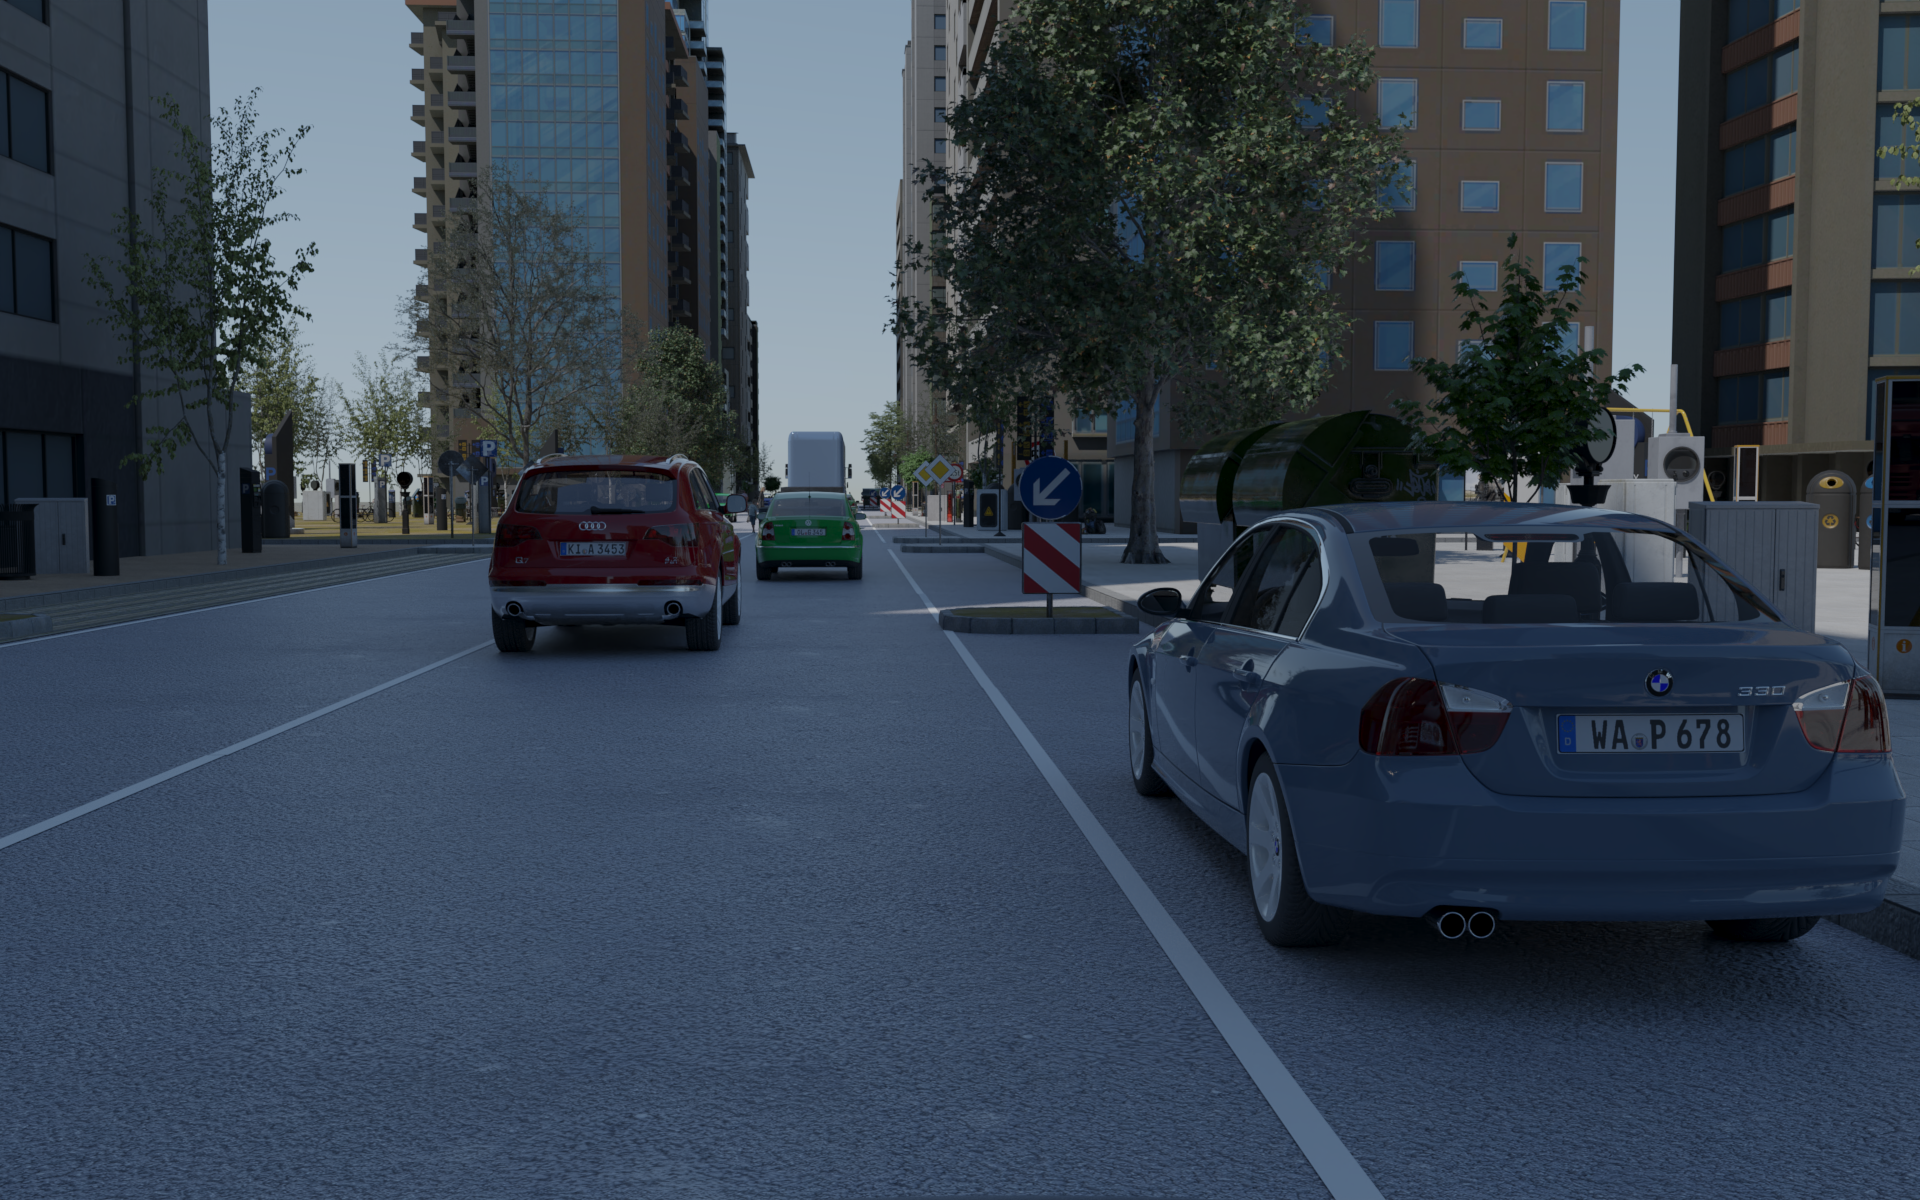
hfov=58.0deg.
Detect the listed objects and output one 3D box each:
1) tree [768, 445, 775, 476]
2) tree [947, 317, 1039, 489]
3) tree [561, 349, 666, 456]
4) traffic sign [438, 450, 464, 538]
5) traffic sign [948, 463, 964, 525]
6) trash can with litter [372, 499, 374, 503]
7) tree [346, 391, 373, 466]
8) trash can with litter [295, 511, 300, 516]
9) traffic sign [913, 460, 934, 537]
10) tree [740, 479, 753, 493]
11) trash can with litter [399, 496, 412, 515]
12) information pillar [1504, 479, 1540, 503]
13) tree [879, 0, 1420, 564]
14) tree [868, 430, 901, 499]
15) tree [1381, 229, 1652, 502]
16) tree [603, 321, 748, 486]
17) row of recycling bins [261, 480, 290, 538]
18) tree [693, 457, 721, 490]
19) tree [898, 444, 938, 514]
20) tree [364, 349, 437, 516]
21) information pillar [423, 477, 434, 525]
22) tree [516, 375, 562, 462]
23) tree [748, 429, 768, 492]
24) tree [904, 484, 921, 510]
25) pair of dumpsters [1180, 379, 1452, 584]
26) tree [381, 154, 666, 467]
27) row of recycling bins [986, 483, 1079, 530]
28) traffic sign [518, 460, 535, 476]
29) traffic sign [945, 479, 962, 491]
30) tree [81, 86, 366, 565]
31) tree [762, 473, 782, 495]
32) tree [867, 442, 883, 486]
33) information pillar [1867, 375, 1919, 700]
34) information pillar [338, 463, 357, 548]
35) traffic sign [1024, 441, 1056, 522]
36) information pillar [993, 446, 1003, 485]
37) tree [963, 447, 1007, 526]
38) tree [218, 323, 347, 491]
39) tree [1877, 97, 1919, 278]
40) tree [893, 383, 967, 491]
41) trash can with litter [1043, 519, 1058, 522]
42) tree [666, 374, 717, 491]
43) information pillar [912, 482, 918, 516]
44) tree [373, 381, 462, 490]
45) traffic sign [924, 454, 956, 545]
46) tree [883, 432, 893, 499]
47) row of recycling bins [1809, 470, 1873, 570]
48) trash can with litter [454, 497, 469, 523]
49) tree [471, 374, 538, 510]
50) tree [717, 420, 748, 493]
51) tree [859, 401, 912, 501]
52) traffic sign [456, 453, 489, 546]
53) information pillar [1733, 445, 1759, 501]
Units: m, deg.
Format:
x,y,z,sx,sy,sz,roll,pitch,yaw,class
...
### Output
x,y,z,sx,sy,sz,roll,pitch,yaw,class
-27.607,-17.674,239.334,4.360,8.622,3.978,0,3,0,tree
1.124,-6.932,63.708,4.737,8.622,4.395,0,3,0,tree
-16.940,-8.235,85.006,4.360,8.622,3.978,0,3,0,tree
-14.755,-3.067,50.259,0.768,2.556,0.104,0,4,-1,traffic sign
-0.227,-4.356,71.327,0.768,2.556,0.104,0,4,0,traffic sign
-33.442,-5.395,99.593,0.624,1.170,1.055,-1,4,-15,trash can with litter
-39.066,-9.519,106.005,4.360,8.622,3.978,0,3,0,tree
-38.665,-5.416,99.945,1.055,1.170,0.624,-1,4,-11,trash can with litter
-1.011,-2.922,51.414,0.795,2.450,0.064,0,4,-4,traffic sign
-24.935,-12.571,200.134,1.663,3.219,1.824,0,3,0,tree
-34.351,-5.874,107.425,0.624,1.170,1.055,1,4,11,trash can with litter
7.912,-2.016,24.309,0.504,3.616,0.183,2,4,31,information pillar
3.412,-7.014,31.688,9.611,12.733,9.660,0,3,0,tree
-8.417,-15.140,197.900,4.737,8.622,4.395,0,3,0,tree
4.088,-1.114,12.818,1.663,3.219,1.824,0,3,0,tree
-18.826,-12.083,114.563,9.611,12.733,9.660,0,3,0,tree
-21.298,-2.670,50.767,3.534,1.692,1.069,1,4,12,row of recycling bins
-21.108,-9.688,142.115,4.285,4.588,4.351,0,3,0,tree
-2.435,-8.008,114.649,4.285,4.588,4.351,0,3,0,tree
-29.230,-8.353,86.933,4.737,8.622,4.395,0,3,0,tree
-22.345,-4.180,72.842,0.304,2.012,0.304,2,4,30,information pillar
-21.447,-8.776,93.852,4.360,8.622,3.978,0,3,0,tree
-23.011,-14.114,181.122,4.360,8.622,3.978,0,3,0,tree
-3.778,-9.011,141.929,1.663,3.219,1.824,0,3,0,tree
3.310,-0.870,16.721,1.574,2.255,4.437,0,4,-4,pair of dumpsters
-16.158,-9.380,63.739,12.009,13.543,11.850,0,3,0,tree
2.555,-3.366,62.153,3.534,1.692,1.069,1,4,18,row of recycling bins
-12.533,-2.878,50.701,0.795,2.450,0.064,0,4,-4,traffic sign
-0.359,-4.843,79.189,0.884,2.594,0.081,0,4,1,traffic sign
-13.595,-4.963,31.500,4.737,8.622,4.395,0,3,0,tree
-28.813,-17.212,265.135,4.285,4.588,4.351,0,3,0,tree
-10.145,-16.969,227.808,4.360,8.622,3.978,0,3,0,tree
5.919,-0.391,10.881,0.304,2.012,0.304,1,4,16,information pillar
-14.548,-2.243,41.166,0.304,2.012,0.304,0,4,5,information pillar
1.887,-2.515,41.226,0.768,2.556,0.104,0,4,-3,traffic sign
1.586,-4.922,71.835,0.504,3.616,0.183,3,5,42,information pillar
1.072,-4.607,69.919,1.663,3.219,1.824,0,3,0,tree
-28.942,-7.474,72.566,4.360,8.622,3.978,0,3,0,tree
12.066,-4.191,18.887,4.737,8.622,4.395,0,3,0,tree
-1.053,-9.555,106.583,4.360,8.622,3.978,0,3,0,tree
3.230,-2.807,57.279,1.055,1.170,0.624,0,4,6,trash can with litter
-17.875,-9.437,104.654,4.360,8.622,3.978,0,3,0,tree
-2.649,-6.001,102.601,0.304,2.012,0.304,-1,4,-13,information pillar
-34.611,-9.881,111.917,4.360,8.622,3.978,0,3,0,tree
-0.502,-2.434,43.445,0.795,2.450,0.064,0,4,-4,traffic sign
-3.390,-11.276,134.730,4.360,8.622,3.978,0,3,0,tree
15.854,-1.335,28.937,1.069,1.692,3.534,-2,4,-32,row of recycling bins
-22.470,-4.080,78.097,0.624,1.170,1.055,-1,4,-14,trash can with litter
-27.476,-9.442,104.731,4.737,8.622,4.395,0,3,0,tree
-21.936,-12.620,156.698,4.360,8.622,3.978,0,3,0,tree
-8.339,-17.837,209.758,7.486,12.596,7.792,0,3,0,tree
-12.024,-2.391,42.732,0.795,2.450,0.064,0,4,-4,traffic sign
11.884,-1.329,26.220,0.304,2.012,0.304,1,4,16,information pillar
